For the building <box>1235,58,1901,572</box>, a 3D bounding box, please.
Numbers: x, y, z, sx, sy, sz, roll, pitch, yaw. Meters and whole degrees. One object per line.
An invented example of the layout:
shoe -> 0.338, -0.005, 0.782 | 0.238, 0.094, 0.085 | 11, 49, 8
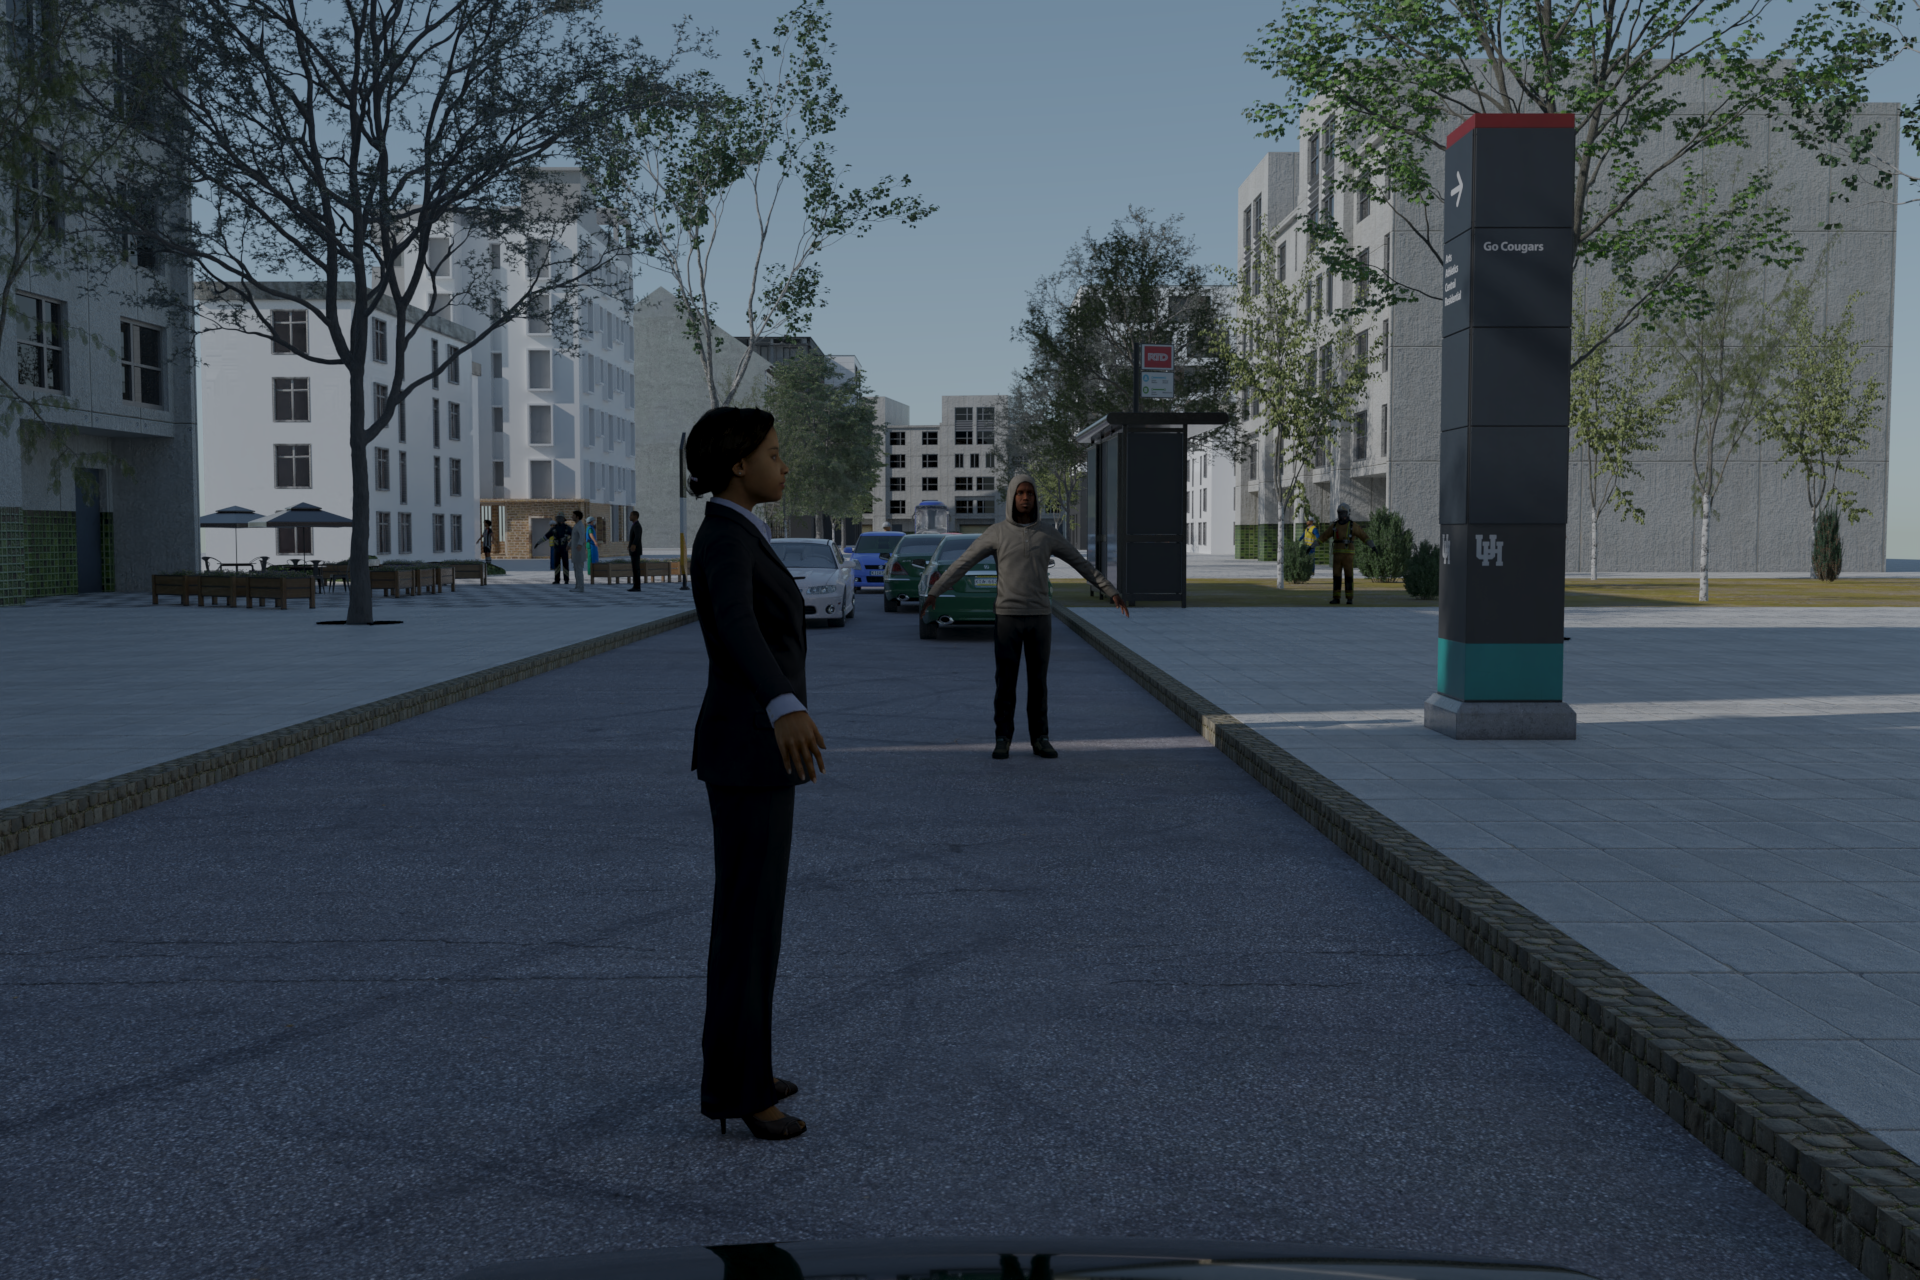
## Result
building -> 22.633, -12.647, 73.237 | 16.747, 18.905, 31.486 | 0, 4, 0

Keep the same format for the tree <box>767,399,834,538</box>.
tree -> -9.752, -8.839, 94.888 | 4.360, 8.622, 3.978 | 0, 3, 0

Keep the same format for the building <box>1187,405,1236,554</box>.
building -> 20.567, -10.340, 111.206 | 9.099, 9.664, 28.070 | 0, 3, 0

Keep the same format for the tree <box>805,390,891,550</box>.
tree -> -9.296, -13.346, 136.342 | 7.486, 12.596, 7.792 | 0, 3, 0

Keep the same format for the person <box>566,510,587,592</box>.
person -> -8.501, -1.971, 38.418 | 0.705, 1.806, 1.347 | -1, 4, -23

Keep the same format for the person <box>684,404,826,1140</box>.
person -> -0.444, 0.303, 4.223 | 0.721, 1.740, 1.216 | -1, 4, -9

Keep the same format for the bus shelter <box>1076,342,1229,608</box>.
bus shelter -> 3.500, -3.452, 34.064 | 2.179, 5.291, 8.768 | 0, 4, -1

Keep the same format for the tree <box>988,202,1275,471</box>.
tree -> 6.572, -9.373, 63.623 | 12.009, 13.543, 11.850 | 0, 3, 0

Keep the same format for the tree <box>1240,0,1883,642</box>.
tree -> 6.888, -5.798, 20.546 | 9.928, 11.665, 9.643 | 0, 3, 0

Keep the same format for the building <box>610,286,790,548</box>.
building -> -26.351, -20.313, 163.044 | 19.493, 23.208, 18.063 | 0, 4, 1

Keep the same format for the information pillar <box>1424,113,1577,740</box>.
information pillar -> 3.466, -1.325, 11.049 | 0.750, 3.857, 0.750 | 0, 3, 0

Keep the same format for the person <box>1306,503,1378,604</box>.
person -> 7.003, -1.585, 31.677 | 1.354, 1.858, 0.705 | 2, 4, 31

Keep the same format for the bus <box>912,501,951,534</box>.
bus -> -2.081, -8.586, 131.929 | 2.896, 3.916, 12.251 | 0, 3, 0

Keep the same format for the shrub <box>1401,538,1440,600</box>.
shrub -> 9.124, -1.393, 33.898 | 1.383, 1.207, 1.383 | 0, 3, 0

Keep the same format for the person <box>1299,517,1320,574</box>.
person -> 10.951, -2.956, 54.302 | 0.705, 1.833, 1.349 | -1, 4, -21

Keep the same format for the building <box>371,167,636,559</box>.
building -> -24.434, -14.328, 90.682 | 16.016, 20.090, 11.380 | 0, 4, 1

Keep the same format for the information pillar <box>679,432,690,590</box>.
information pillar -> -6.342, -2.957, 39.700 | 0.183, 3.616, 0.504 | 0, 3, 0

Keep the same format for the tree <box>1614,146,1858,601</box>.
tree -> 14.007, -5.049, 32.920 | 4.360, 8.622, 3.978 | 0, 3, 0

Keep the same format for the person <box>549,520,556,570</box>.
person -> -14.426, -3.383, 61.777 | 0.721, 1.772, 1.216 | -2, 4, -33

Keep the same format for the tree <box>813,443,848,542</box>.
tree -> -9.275, -10.955, 129.481 | 4.360, 8.622, 3.978 | 0, 3, 0

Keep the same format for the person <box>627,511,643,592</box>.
person -> -7.280, -1.986, 38.701 | 0.704, 1.802, 1.346 | -1, 4, -14

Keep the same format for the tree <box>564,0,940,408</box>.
tree -> -7.492, -12.547, 61.036 | 12.611, 20.169, 13.585 | 0, 3, 0

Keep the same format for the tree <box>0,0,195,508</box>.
tree -> -9.049, -3.953, 14.986 | 4.360, 8.622, 3.978 | 0, 3, 0

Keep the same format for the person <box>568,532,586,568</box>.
person -> -14.482, -3.638, 65.755 | 1.348, 1.796, 0.705 | 3, 5, 41

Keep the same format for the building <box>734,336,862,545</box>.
building -> -25.931, -21.500, 195.506 | 27.936, 21.610, 32.646 | 0, 3, 0

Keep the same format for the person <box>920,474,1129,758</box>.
person -> 0.407, -0.155, 11.116 | 1.348, 1.813, 0.705 | 0, 4, -7

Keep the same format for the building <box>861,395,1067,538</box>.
building -> -0.984, -21.945, 227.707 | 31.486, 18.905, 16.747 | 1, 4, 9

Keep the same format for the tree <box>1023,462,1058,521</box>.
tree -> 6.207, -11.374, 136.325 | 4.737, 8.622, 4.395 | 0, 3, 0

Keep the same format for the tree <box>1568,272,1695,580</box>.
tree -> 17.957, -5.986, 48.240 | 4.737, 8.622, 4.395 | 0, 3, 0

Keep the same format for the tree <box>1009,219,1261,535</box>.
tree -> 5.500, -7.165, 51.562 | 7.601, 10.594, 8.767 | 2, 4, 26

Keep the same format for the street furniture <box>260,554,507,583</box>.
street furniture -> -16.487, -2.097, 49.911 | 5.734, 0.657, 10.072 | 0, 4, 2

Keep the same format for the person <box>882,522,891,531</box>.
person -> -1.951, -2.409, 48.312 | 0.721, 1.772, 1.216 | 0, 4, -3

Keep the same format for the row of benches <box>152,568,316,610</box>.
row of benches -> -12.819, -0.925, 30.581 | 4.104, 0.672, 1.422 | 2, 4, 35

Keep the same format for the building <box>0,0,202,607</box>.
building -> -25.267, -9.533, 22.328 | 16.747, 18.905, 31.486 | 0, 3, 0

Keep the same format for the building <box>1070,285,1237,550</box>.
building -> 23.796, -19.244, 158.622 | 27.936, 21.610, 32.646 | 0, 3, 0

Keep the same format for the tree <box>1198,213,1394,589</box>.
tree -> 7.785, -5.514, 40.514 | 4.737, 8.622, 4.395 | 0, 3, 0

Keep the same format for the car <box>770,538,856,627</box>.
car -> -2.707, -0.967, 28.166 | 2.083, 1.381, 4.827 | 0, 4, -1

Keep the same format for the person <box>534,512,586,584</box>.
person -> -10.235, -2.363, 44.414 | 1.354, 1.856, 0.705 | 0, 4, 6

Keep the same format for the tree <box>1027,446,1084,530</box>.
tree -> 6.540, -10.177, 116.760 | 4.737, 8.622, 4.395 | 0, 3, 0

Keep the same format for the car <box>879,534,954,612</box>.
car -> -0.510, -1.310, 33.222 | 2.131, 1.459, 4.920 | 0, 4, -1

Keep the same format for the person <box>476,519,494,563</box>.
person -> -17.559, -3.554, 64.249 | 0.704, 1.843, 1.345 | -3, 5, -41

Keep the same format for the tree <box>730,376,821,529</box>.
tree -> -9.344, -8.018, 81.459 | 4.360, 8.622, 3.978 | 0, 3, 0

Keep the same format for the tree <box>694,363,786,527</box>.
tree -> -9.426, -7.612, 74.818 | 4.360, 8.622, 3.978 | 0, 3, 0

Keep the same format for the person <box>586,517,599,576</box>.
person -> -11.258, -2.868, 53.016 | 0.704, 1.817, 1.347 | -1, 4, -19

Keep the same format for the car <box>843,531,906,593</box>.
car -> -1.899, -2.041, 42.961 | 1.945, 1.707, 3.694 | 0, 4, -1

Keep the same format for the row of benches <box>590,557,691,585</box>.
row of benches -> -8.126, -1.842, 45.579 | 1.422, 0.672, 4.104 | 2, 4, 29

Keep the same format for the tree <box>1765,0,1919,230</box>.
tree -> 23.725, -11.056, 36.655 | 12.611, 20.169, 13.585 | 0, 3, 0

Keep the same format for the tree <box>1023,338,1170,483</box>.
tree -> 6.408, -8.829, 78.772 | 8.767, 10.594, 7.601 | 2, 4, 32

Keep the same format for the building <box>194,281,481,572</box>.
building -> -24.537, -7.924, 71.709 | 9.099, 9.664, 28.070 | 0, 4, 0

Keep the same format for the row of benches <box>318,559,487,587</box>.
row of benches -> -13.675, -1.675, 42.842 | 4.104, 0.672, 1.422 | 0, 4, -7

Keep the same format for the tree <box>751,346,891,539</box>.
tree -> -9.474, -12.818, 116.230 | 9.857, 13.997, 8.962 | 0, 3, 0

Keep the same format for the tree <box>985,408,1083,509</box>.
tree -> 5.625, -11.793, 127.226 | 7.601, 10.594, 8.767 | 1, 4, 19

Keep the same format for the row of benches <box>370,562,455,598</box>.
row of benches -> -11.559, -1.289, 36.532 | 1.422, 0.672, 4.104 | 0, 3, 0

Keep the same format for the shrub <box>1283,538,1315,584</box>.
shrub -> 8.680, -2.047, 44.593 | 1.383, 1.207, 1.383 | 0, 3, 0

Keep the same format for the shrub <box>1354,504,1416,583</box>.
shrub -> 11.189, -2.544, 45.640 | 1.661, 2.075, 1.752 | 0, 3, 0

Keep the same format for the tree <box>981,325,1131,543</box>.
tree -> 6.160, -11.576, 99.643 | 12.009, 13.543, 11.850 | 0, 3, 0

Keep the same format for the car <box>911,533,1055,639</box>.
car -> 0.343, -0.809, 25.028 | 2.131, 1.459, 4.920 | 0, 3, 0

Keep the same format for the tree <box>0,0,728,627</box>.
tree -> -8.432, -6.971, 24.345 | 12.009, 13.543, 11.850 | 0, 3, 0

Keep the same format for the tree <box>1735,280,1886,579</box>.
tree -> 24.460, -6.063, 49.493 | 4.737, 8.622, 4.395 | 0, 3, 0
